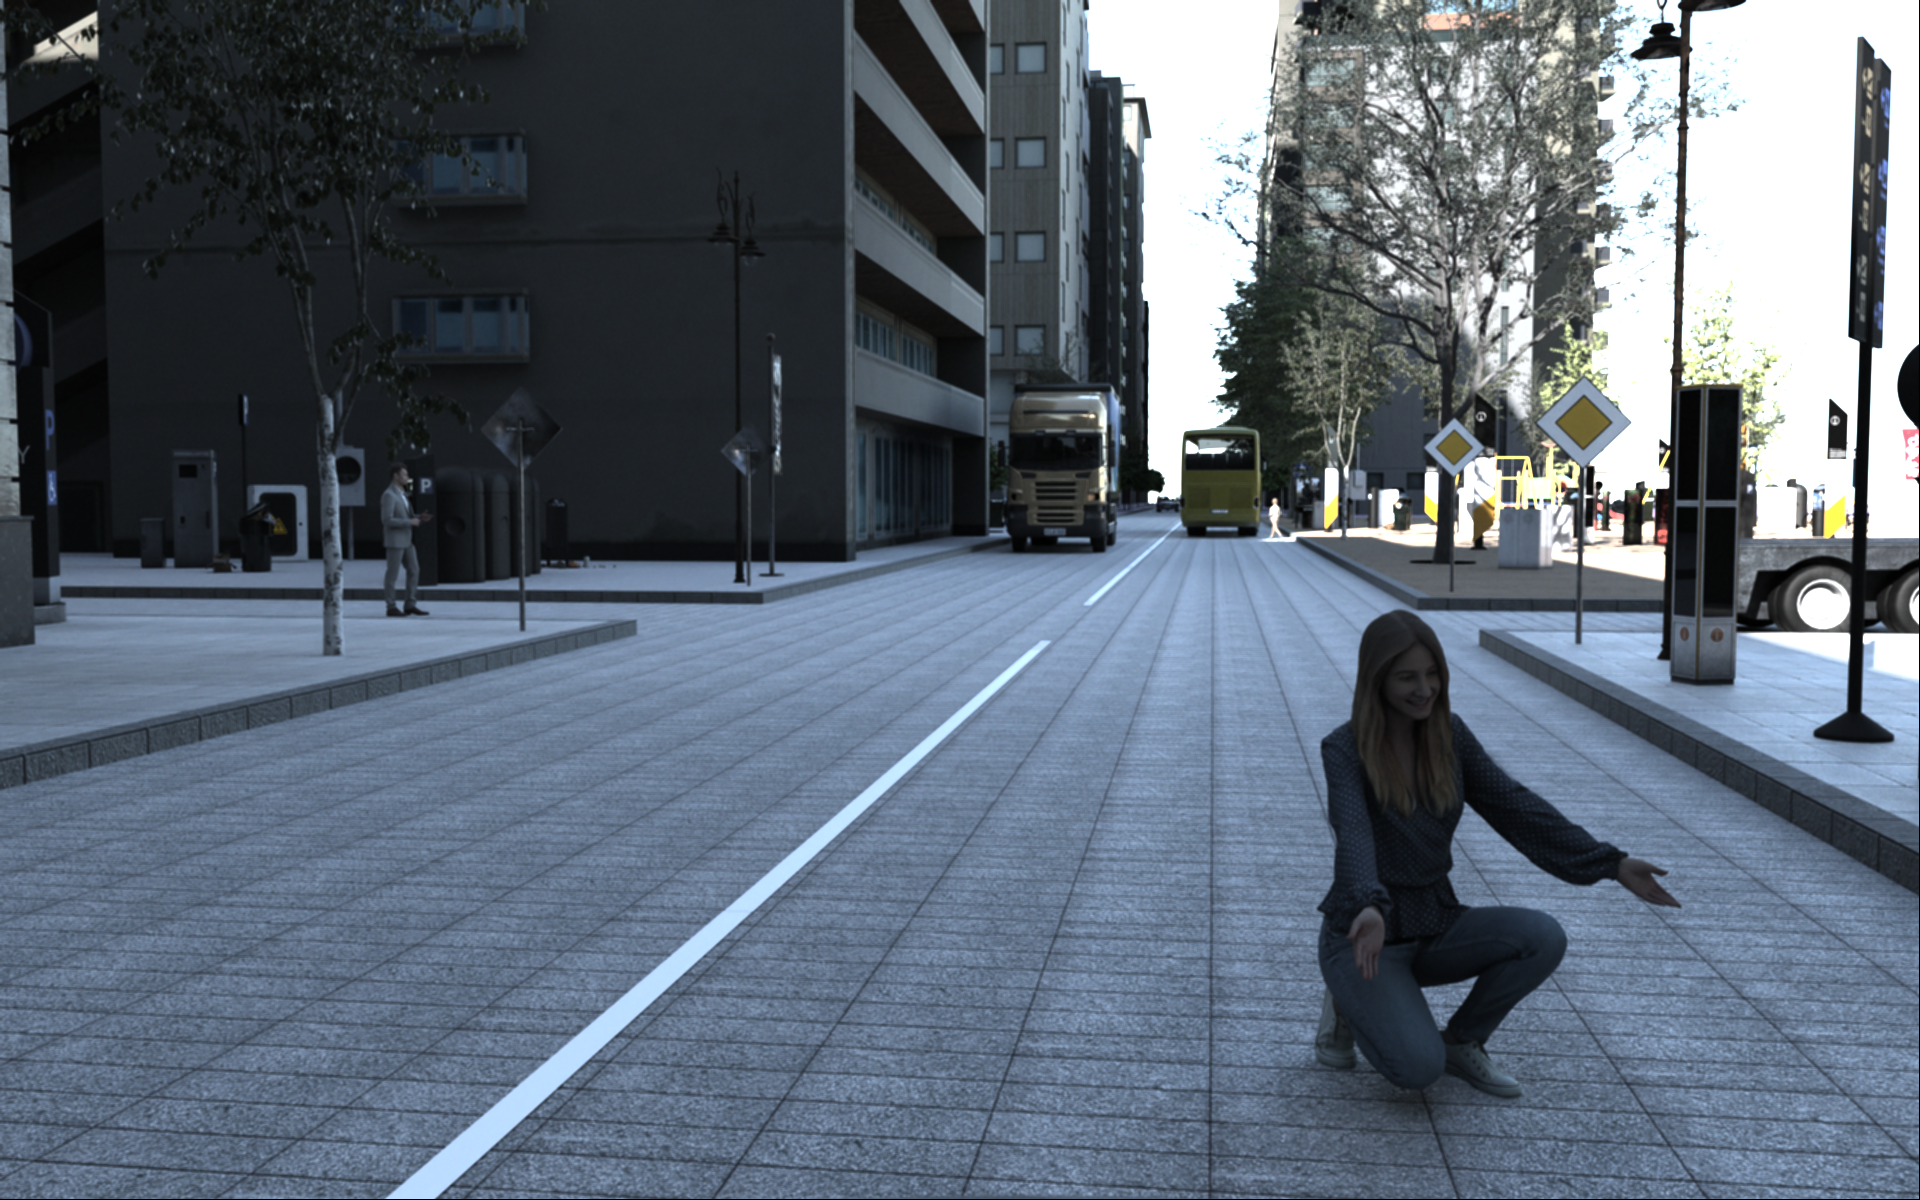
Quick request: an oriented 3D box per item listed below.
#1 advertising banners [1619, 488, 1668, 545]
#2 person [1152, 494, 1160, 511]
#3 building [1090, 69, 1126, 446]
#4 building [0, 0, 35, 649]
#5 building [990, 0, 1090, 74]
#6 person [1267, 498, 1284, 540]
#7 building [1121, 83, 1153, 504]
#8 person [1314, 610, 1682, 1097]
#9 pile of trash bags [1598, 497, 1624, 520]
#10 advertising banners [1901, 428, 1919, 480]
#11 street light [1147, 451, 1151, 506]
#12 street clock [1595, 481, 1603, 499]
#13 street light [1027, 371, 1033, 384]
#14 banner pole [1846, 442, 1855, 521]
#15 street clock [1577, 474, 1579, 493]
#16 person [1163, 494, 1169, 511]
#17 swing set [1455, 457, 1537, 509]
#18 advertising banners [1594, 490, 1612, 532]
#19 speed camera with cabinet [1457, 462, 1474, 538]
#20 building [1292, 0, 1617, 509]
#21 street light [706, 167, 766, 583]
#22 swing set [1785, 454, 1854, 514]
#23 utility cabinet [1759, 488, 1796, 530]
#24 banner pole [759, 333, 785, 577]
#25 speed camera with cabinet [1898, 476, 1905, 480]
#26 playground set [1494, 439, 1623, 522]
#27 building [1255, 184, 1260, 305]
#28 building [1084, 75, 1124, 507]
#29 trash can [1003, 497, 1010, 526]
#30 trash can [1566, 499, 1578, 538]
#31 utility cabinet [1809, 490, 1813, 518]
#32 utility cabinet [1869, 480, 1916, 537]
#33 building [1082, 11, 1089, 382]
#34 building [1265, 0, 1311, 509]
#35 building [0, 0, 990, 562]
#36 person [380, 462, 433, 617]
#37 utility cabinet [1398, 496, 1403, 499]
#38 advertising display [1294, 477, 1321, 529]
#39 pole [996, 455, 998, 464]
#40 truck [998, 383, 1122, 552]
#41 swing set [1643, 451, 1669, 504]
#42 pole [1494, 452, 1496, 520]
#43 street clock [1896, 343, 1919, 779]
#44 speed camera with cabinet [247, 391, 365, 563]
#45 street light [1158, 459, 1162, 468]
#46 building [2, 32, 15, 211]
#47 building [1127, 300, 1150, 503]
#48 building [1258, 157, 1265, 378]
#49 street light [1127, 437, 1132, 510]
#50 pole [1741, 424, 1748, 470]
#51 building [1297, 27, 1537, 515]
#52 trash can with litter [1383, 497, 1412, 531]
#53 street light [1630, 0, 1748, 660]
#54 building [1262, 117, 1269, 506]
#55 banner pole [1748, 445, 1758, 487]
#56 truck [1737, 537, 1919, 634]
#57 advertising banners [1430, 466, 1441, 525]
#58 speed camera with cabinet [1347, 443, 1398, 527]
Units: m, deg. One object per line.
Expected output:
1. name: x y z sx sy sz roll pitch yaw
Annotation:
1. advertising banners: 17.587 -2.878 43.247 2.074 3.025 0.090 1 4 11
2. person: 16.703 -8.229 146.265 0.991 1.433 0.599 -1 4 -15
3. building: 7.525 -35.472 199.574 23.786 49.044 30.456 1 4 8
4. building: -20.708 -13.020 10.146 25.104 27.353 12.463 1 4 8
5. building: -5.592 -32.129 114.552 28.713 52.752 27.495 1 4 8
6. person: 9.750 -2.500 53.647 0.640 1.303 0.475 3 5 39
7. building: 10.450 -39.108 228.653 28.713 52.752 27.495 1 4 8
8. person: 1.228 0.602 4.163 1.012 1.151 0.738 -1 4 -16
9. pile of trash bags: 32.017 -4.738 87.222 3.447 1.369 1.912 1 4 18
10. advertising banners: 25.854 -3.016 45.500 2.074 3.025 0.090 2 4 30
11. street light: 19.929 -12.862 183.075 0.468 5.910 1.993 1 4 8
12. street clock: 34.340 -5.421 93.209 0.471 2.002 0.358 0 4 1
13. street light: 2.625 -5.669 65.470 0.468 5.910 1.993 1 4 8
14. banner pole: 42.771 -5.682 82.923 0.863 3.779 0.401 1 4 23
15. street clock: 22.133 -3.491 61.652 0.358 2.002 0.471 0 4 4
16. person: 17.838 -8.429 149.551 0.697 1.427 0.421 0 4 4
17. swing set: 22.617 -4.608 72.957 3.119 2.851 2.862 0 4 -4
18. advertising banners: 21.881 -3.885 59.710 0.090 3.025 2.074 -1 4 -11
19. speed camera with cabinet: 14.772 -3.409 50.077 0.660 3.252 2.038 1 4 11
20. building: 36.775 -29.211 132.231 22.147 44.769 28.867 1 4 8
21. street light: -3.192 -3.189 24.922 0.468 5.910 1.993 1 4 8
22. swing set: 34.288 -4.384 69.298 2.862 2.851 3.119 1 4 9
23. utility cabinet: 28.919 -3.214 61.230 1.173 1.500 0.318 0 4 -8
24. banner pole: -2.911 -2.277 27.251 0.401 3.779 0.863 1 4 9
25. speed camera with cabinet: 47.745 -5.666 86.973 2.038 3.252 0.660 -3 5 -43
26. playground set: 28.167 -5.800 81.602 5.637 4.214 5.302 1 4 12
27. building: 52.155 -37.803 241.775 21.300 48.544 21.600 1 4 8
28. building: 8.148 -29.482 165.627 14.154 41.232 14.086 1 4 8
29. trash can: 2.048 -3.486 68.648 0.748 1.137 0.748 0 3 0
30. trash can: 18.152 -2.394 50.800 0.748 1.137 0.748 0 3 0
31. utility cabinet: 45.453 -5.073 91.627 1.173 1.500 0.318 -2 4 -31
32. utility cabinet: 15.085 -1.148 27.445 0.318 1.500 1.173 -2 4 -35
33. building: 0.512 -50.761 142.618 22.319 86.520 31.000 1 4 8
34. building: 39.091 -32.632 157.232 21.300 48.544 21.600 1 4 8
35. building: -11.156 -25.645 42.996 21.300 48.544 21.600 1 4 8
36. person: -6.489 -0.709 20.292 0.583 1.804 0.606 0 4 -2
37. utility cabinet: 20.278 -4.251 80.671 0.306 1.237 1.020 3 5 39
38. advertising display: 12.940 -3.627 64.513 0.974 1.923 0.123 -1 4 -10
39. pole: 1.808 -5.469 83.263 0.158 3.312 0.155 0 3 0
40. truck: 2.884 -3.503 46.196 2.839 4.237 11.283 0 4 7
41. swing set: 24.345 -3.706 58.219 2.862 2.851 3.119 0 4 5
42. pole: 26.169 -5.571 84.931 0.158 3.312 0.155 0 3 0
43. street clock: 4.401 -0.188 7.642 0.471 2.002 0.358 0 4 6
44. speed camera with cabinet: -12.361 -2.348 32.727 2.038 3.252 0.660 -2 4 -32
45. street light: 25.900 -15.377 224.207 0.468 5.910 1.993 1 4 8
46. building: -39.057 -12.123 43.258 28.899 21.520 27.650 1 4 8
47. building: 19.906 -29.190 248.963 14.160 30.474 14.107 1 4 8
48. building: 45.780 -35.089 223.819 14.600 45.320 14.200 1 4 8
49. street light: 13.750 -10.279 140.847 0.468 5.910 1.993 1 4 8
50. pole: 22.930 -3.476 50.671 0.158 3.312 0.155 0 3 0
51. building: 28.834 -20.818 112.077 14.160 30.474 14.107 1 4 8
52. trash can with litter: 15.169 -2.997 60.383 0.624 1.170 1.055 -2 4 -26
53. street light: 5.511 -2.476 13.268 0.468 5.910 1.993 1 4 8
54. building: 40.199 -30.915 189.053 14.154 41.232 14.086 1 4 8
55. banner pole: 35.384 -5.363 77.698 0.401 3.779 0.863 -2 4 -33
56. truck: 16.830 -1.631 16.419 18.799 4.110 2.967 0 4 8
57. advertising banners: 19.907 -4.652 72.245 0.090 3.025 2.074 0 4 3
58. speed camera with cabinet: 16.063 -4.483 67.635 2.038 3.252 0.660 -1 4 -14
